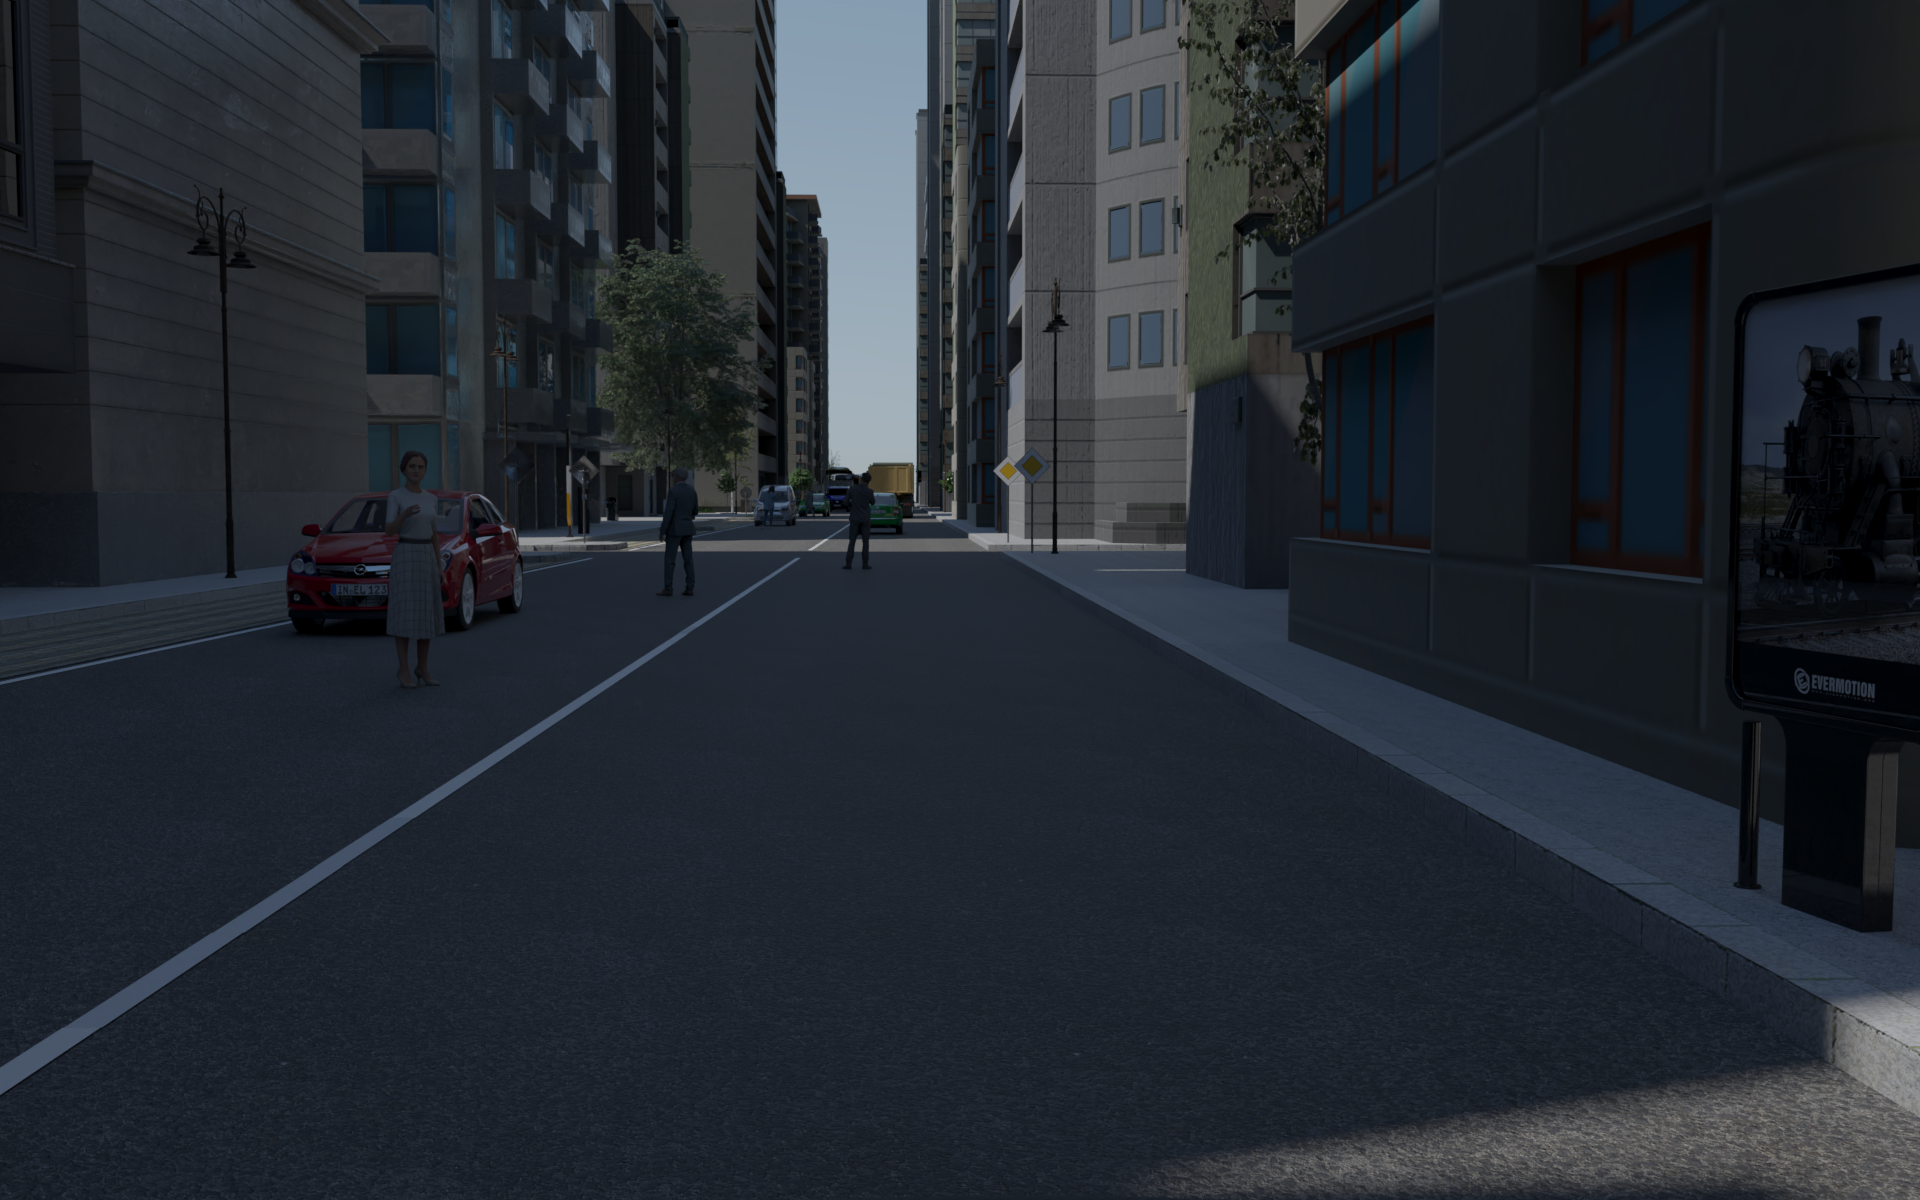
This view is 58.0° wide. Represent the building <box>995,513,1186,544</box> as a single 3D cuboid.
[{"bbox_3d":[15.655,-31.222,52.487,28.212,58.520,21.231,0,4,-2],"label":"building"}]

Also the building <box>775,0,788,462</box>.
[{"bbox_3d":[-27.929,-52.391,169.258,22.319,86.520,31.000,0,4,-2],"label":"building"}]

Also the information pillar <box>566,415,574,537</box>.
[{"bbox_3d":[-11.561,-3.660,51.193,0.183,3.616,0.504,0,4,-7],"label":"information pillar"}]

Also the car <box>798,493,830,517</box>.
[{"bbox_3d":[-9.236,-6.180,109.844,1.959,1.807,4.718,0,4,0],"label":"car"}]

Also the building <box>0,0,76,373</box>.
[{"bbox_3d":[-17.757,-13.230,9.818,14.314,27.812,24.014,0,4,-2],"label":"building"}]

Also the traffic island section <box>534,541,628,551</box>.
[{"bbox_3d":[-9.799,-1.396,45.101,2.009,0.180,2.903,0,4,-2],"label":"traffic island section"}]

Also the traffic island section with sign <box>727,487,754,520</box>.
[{"bbox_3d":[-11.649,-5.262,94.669,1.989,1.847,2.006,0,4,-2],"label":"traffic island section with sign"}]

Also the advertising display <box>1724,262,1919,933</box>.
[{"bbox_3d":[2.650,0.002,5.186,0.123,1.923,0.974,-1,4,-11],"label":"advertising display"}]

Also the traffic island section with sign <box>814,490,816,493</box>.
[{"bbox_3d":[-14.521,-9.994,172.030,1.989,1.847,2.006,0,4,-2],"label":"traffic island section with sign"}]

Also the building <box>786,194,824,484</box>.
[{"bbox_3d":[-30.834,-36.163,245.881,22.147,44.769,28.867,0,4,-2],"label":"building"}]

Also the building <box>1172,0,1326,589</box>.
[{"bbox_3d":[10.599,-15.769,29.520,14.160,30.474,14.107,0,4,-2],"label":"building"}]

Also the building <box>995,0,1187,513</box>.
[{"bbox_3d":[8.728,-37.333,152.397,21.231,58.520,28.212,0,4,-2],"label":"building"}]

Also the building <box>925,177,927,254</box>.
[{"bbox_3d":[6.449,-37.686,235.769,23.786,49.044,30.456,0,4,-2],"label":"building"}]

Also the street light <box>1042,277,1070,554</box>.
[{"bbox_3d":[2.039,-3.931,37.066,0.468,5.910,1.993,0,4,-2],"label":"street light"}]

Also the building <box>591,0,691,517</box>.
[{"bbox_3d":[-23.270,-20.062,99.715,14.160,30.474,14.107,0,4,-2],"label":"building"}]

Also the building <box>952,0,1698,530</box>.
[{"bbox_3d":[13.902,-14.433,81.023,27.650,21.520,28.899,0,4,-2],"label":"building"}]

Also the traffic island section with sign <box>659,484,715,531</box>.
[{"bbox_3d":[-10.650,-3.615,67.732,1.989,1.847,2.006,0,4,-2],"label":"traffic island section with sign"}]

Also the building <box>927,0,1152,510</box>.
[{"bbox_3d":[7.065,-39.097,181.240,21.231,58.520,28.212,0,4,-2],"label":"building"}]

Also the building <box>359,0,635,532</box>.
[{"bbox_3d":[-25.130,-27.063,62.092,23.786,49.044,30.456,0,4,-2],"label":"building"}]

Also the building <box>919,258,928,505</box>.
[{"bbox_3d":[1.928,-26.993,213.041,14.160,30.474,14.107,0,4,-2],"label":"building"}]

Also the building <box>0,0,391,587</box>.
[{"bbox_3d":[-23.203,-14.784,29.102,23.554,28.519,14.401,0,4,-2],"label":"building"}]

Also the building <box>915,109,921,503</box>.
[{"bbox_3d":[3.776,-44.247,265.444,21.231,58.520,28.212,0,4,-2],"label":"building"}]

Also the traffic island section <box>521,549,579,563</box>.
[{"bbox_3d":[-9.502,-0.908,37.122,2.009,0.180,2.903,0,4,-2],"label":"traffic island section"}]

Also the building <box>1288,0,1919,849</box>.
[{"bbox_3d":[17.216,-9.513,0.570,27.650,21.520,28.899,0,4,-2],"label":"building"}]

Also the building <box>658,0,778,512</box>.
[{"bbox_3d":[-25.180,-30.950,129.742,21.300,48.544,21.600,0,4,-2],"label":"building"}]

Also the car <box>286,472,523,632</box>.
[{"bbox_3d":[-6.116,-0.633,19.392,2.155,1.783,4.494,0,4,-4],"label":"car"}]

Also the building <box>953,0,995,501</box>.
[{"bbox_3d":[6.496,-26.283,113.316,14.154,41.232,14.086,0,4,-2],"label":"building"}]

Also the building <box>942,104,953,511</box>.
[{"bbox_3d":[5.571,-22.037,132.002,14.160,30.474,14.107,0,4,-2],"label":"building"}]

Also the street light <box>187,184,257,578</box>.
[{"bbox_3d":[-11.137,-3.272,26.280,0.468,5.910,1.993,0,4,-2],"label":"street light"}]

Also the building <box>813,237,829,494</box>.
[{"bbox_3d":[-27.595,-35.742,267.982,14.154,41.232,14.086,0,4,-2],"label":"building"}]

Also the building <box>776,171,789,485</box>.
[{"bbox_3d":[-22.234,-23.030,148.235,14.160,30.474,14.107,0,4,-2],"label":"building"}]

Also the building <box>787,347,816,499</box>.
[{"bbox_3d":[-32.707,-22.791,217.672,27.650,21.520,28.899,0,4,-2],"label":"building"}]

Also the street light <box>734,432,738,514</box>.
[{"bbox_3d":[-14.271,-8.409,110.279,0.468,5.910,1.993,0,4,-2],"label":"street light"}]

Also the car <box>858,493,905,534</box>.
[{"bbox_3d":[-2.969,-3.312,62.945,1.959,1.807,4.718,0,4,-2],"label":"car"}]

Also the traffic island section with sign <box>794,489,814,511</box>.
[{"bbox_3d":[-13.517,-8.347,145.093,1.989,1.847,2.006,0,4,-2],"label":"traffic island section with sign"}]
